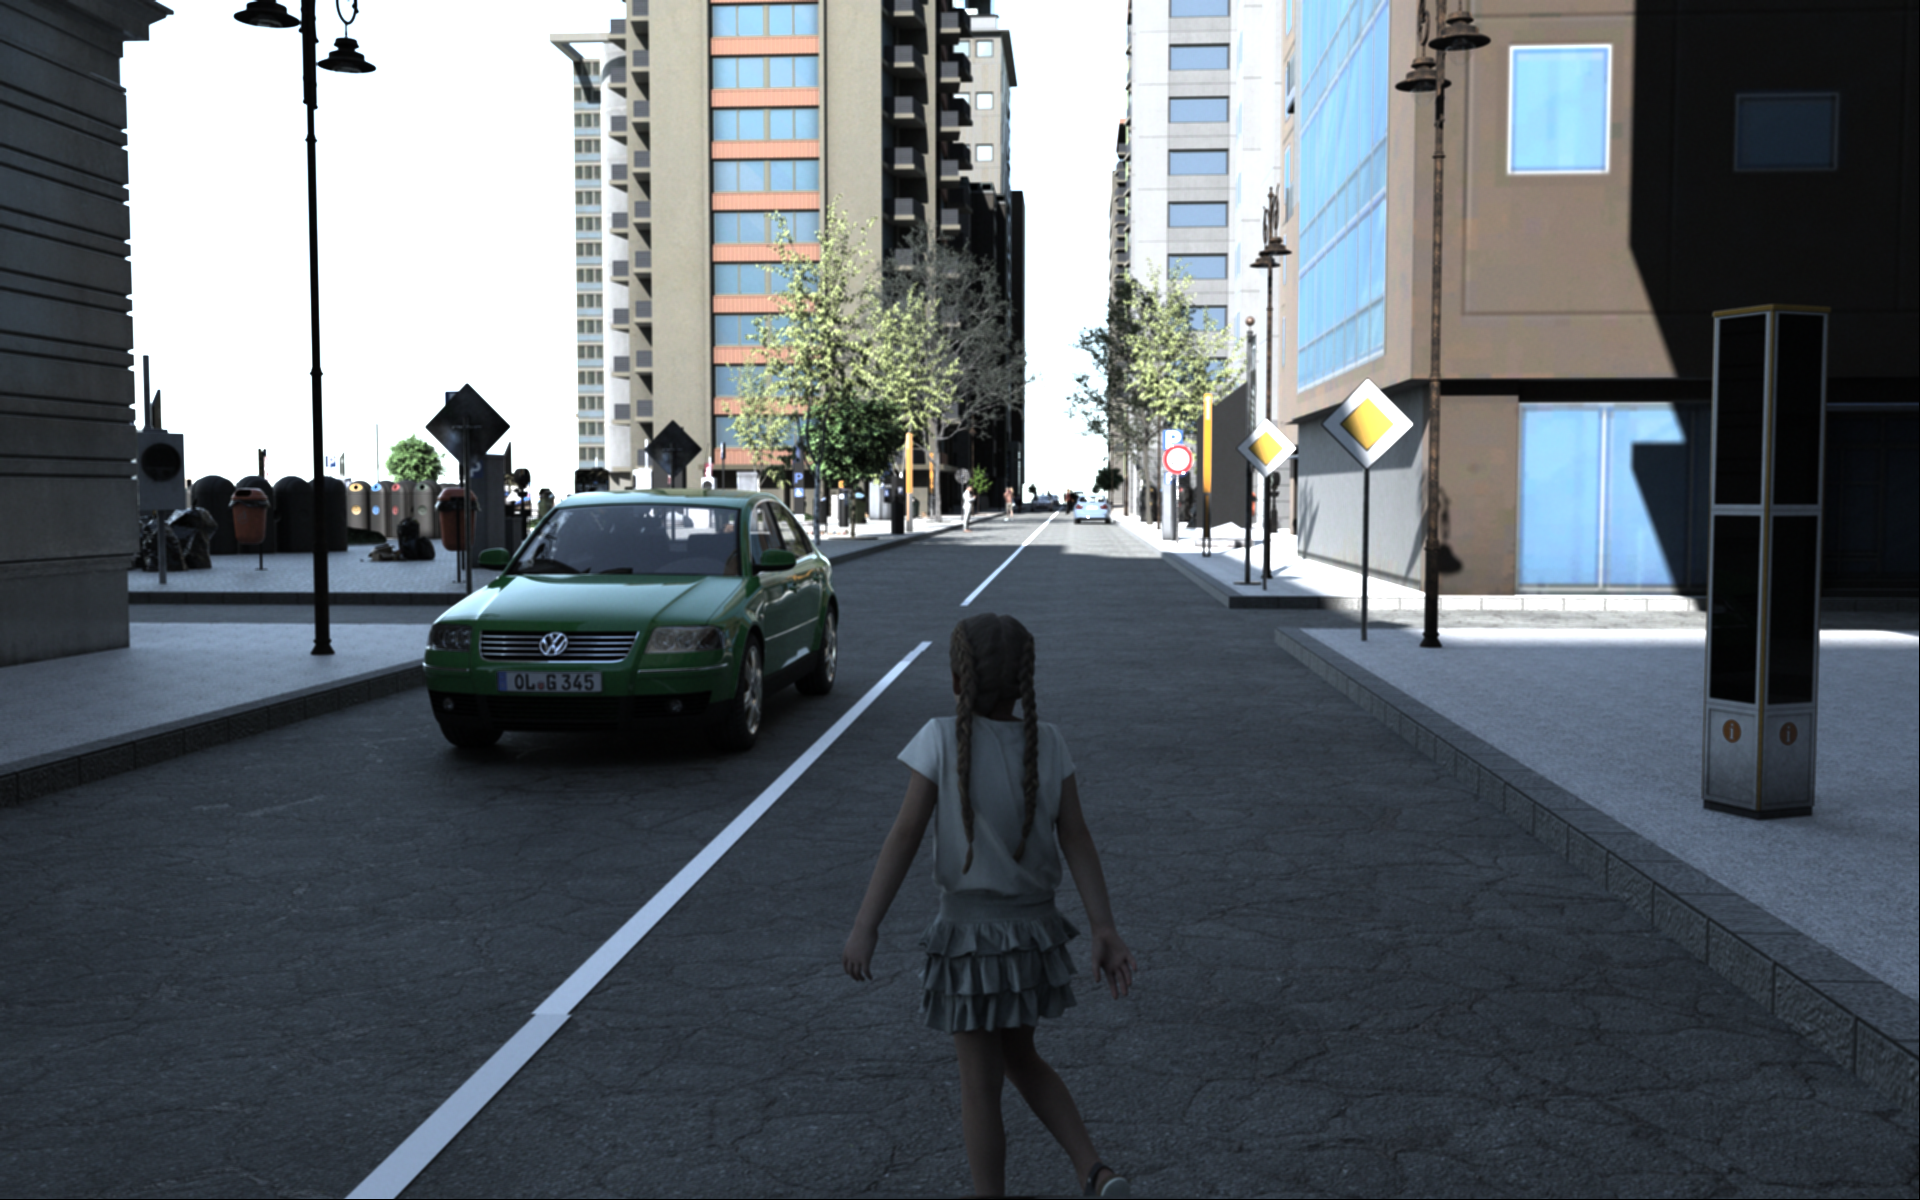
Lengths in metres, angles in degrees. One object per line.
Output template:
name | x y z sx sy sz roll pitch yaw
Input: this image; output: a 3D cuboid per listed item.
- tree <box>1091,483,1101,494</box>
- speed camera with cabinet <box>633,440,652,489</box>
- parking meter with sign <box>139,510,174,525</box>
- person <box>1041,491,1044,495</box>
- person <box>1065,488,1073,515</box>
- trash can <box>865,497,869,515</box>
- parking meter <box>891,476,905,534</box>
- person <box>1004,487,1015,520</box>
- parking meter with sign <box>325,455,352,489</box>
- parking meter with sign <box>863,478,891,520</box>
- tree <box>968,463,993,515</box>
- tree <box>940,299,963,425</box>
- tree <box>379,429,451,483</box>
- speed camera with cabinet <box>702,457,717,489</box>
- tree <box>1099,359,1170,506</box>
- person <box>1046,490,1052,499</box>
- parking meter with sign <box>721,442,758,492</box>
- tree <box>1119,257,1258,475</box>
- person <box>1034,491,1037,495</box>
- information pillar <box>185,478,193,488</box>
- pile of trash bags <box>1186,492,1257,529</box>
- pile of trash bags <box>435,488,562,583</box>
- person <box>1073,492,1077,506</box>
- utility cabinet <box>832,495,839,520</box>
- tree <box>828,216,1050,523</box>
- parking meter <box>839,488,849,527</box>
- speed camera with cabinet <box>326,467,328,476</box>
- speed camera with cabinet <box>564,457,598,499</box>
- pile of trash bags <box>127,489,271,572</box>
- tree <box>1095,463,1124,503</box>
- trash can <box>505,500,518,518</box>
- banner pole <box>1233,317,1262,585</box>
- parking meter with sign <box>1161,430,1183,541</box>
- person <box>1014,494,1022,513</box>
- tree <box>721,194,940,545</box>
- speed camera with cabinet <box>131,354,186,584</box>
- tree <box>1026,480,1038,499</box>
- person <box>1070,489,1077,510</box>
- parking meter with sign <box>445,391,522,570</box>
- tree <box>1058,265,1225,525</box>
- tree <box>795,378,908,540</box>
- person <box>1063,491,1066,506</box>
tree | 20.013 -15.853 253.804 1.663 3.219 1.824 0 3 0
speed camera with cabinet | -11.775 -4.225 63.420 0.660 3.252 2.038 -1 4 -21
parking meter with sign | -18.671 -2.632 39.293 1.738 3.016 0.543 -3 5 -40
person | 9.693 -11.815 201.756 0.705 1.814 1.350 -1 4 -23
person | 7.509 -6.803 119.699 0.705 1.831 1.348 2 4 25
trash can | -5.031 -5.143 95.749 0.748 1.137 0.748 0 3 0
parking meter | -1.976 -3.027 55.202 0.399 1.863 0.255 -3 5 -42
person | 2.714 -5.245 94.236 0.573 1.828 0.580 3 4 38
parking meter with sign | -27.616 -4.973 77.574 1.738 3.016 0.543 2 4 32
parking meter with sign | -4.079 -5.415 84.790 1.738 3.016 0.543 3 5 39
tree | 1.256 -6.887 107.198 1.663 3.219 1.824 0 3 0
tree | -2.020 -6.779 61.205 4.737 8.622 4.395 0 3 0
tree | -26.807 -6.187 84.866 4.285 4.588 4.351 0 3 0
speed camera with cabinet | -14.031 -6.001 92.446 2.038 3.252 0.660 1 4 11
tree | 9.377 -8.608 91.100 4.360 8.622 3.978 0 3 0
person | 8.822 -10.100 173.262 0.705 1.869 1.348 3 5 43
parking meter with sign | -7.206 -3.828 58.853 1.738 3.016 0.543 -1 4 -13
tree | 6.753 -6.319 53.685 4.737 8.622 4.395 0 3 0
person | 8.519 -11.354 194.812 0.551 1.740 0.621 2 4 25
information pillar | -36.116 -4.690 81.173 0.304 2.012 0.304 -2 4 -28
pile of trash bags | 9.913 -3.339 64.338 1.912 1.369 3.447 -2 4 -26
pile of trash bags | -6.001 -0.979 25.755 3.447 1.369 1.912 -1 4 -17
person | 13.272 -11.812 202.349 1.217 1.736 0.721 -3 4 -38
utility cabinet | -6.052 -4.640 87.025 0.306 1.237 1.020 2 4 28
tree | -1.127 -10.232 77.668 12.009 13.543 11.850 0 3 0
parking meter | -4.517 -3.602 67.309 0.372 1.533 0.369 0 3 0
speed camera with cabinet | -34.245 -5.954 91.686 2.038 3.252 0.660 1 4 11
speed camera with cabinet | -20.305 -6.060 93.418 2.038 3.252 0.660 0 4 8
pile of trash bags | -13.244 -1.201 29.386 3.447 1.369 1.912 1 4 14
tree | 15.617 -12.132 182.070 4.285 4.588 4.351 0 3 0
trash can | -10.276 -1.658 38.763 0.748 1.137 0.748 0 3 0
banner pole | 4.085 -2.098 24.320 0.401 3.779 0.863 0 4 2
parking meter with sign | 5.813 -3.155 47.850 0.543 3.016 1.738 0 4 3
person | 4.462 -7.437 133.320 0.697 1.427 0.421 2 4 26
tree | -3.532 -5.691 43.411 4.737 8.622 4.395 0 3 0
speed camera with cabinet | -11.888 -1.816 24.028 0.660 3.252 2.038 3 5 44
tree | 9.970 -14.914 238.441 1.663 3.219 1.824 0 3 0
person | 10.280 -9.298 160.153 1.348 1.869 0.705 3 4 36
parking meter with sign | -8.227 -2.070 30.098 0.543 3.016 1.738 1 4 14
tree | 7.499 -8.371 71.286 7.601 10.594 8.767 0 4 8
tree | -3.107 -4.006 49.220 4.285 4.588 4.351 0 3 0
person | 12.589 -12.207 208.108 0.705 1.821 1.348 1 4 13
